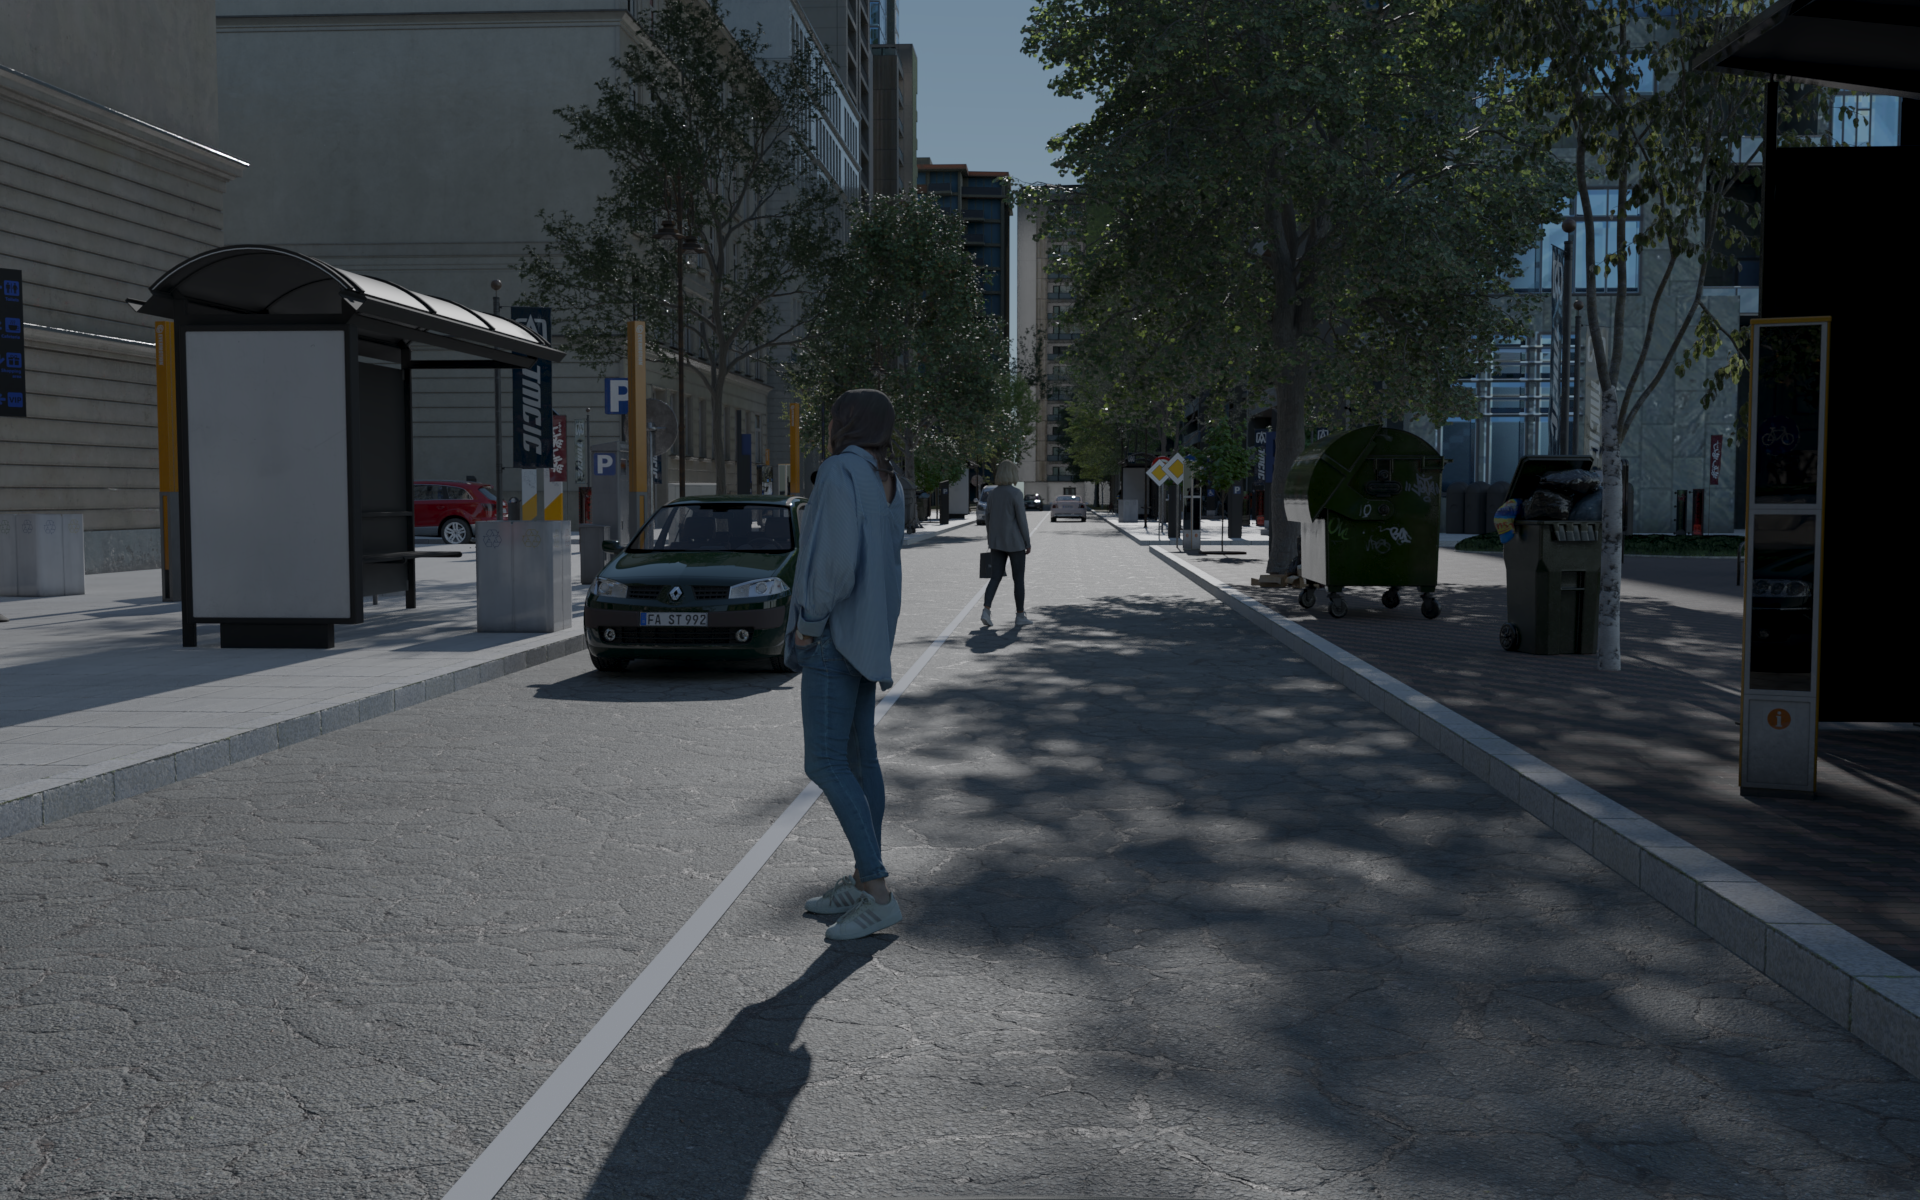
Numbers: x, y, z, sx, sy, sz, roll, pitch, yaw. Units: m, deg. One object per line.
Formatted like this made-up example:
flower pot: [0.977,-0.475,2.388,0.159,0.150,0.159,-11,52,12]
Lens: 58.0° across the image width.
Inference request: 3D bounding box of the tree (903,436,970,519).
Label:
tree: [-1.192,-6.389,88.171,4.285,4.588,4.351,0,3,0]

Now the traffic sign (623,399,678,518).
traffic sign: [-4.143,-1.411,23.174,0.768,2.556,0.104,1,4,11]

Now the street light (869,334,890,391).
street light: [-2.340,-4.735,50.200,0.468,5.910,1.993,0,4,3]

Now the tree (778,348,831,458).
tree: [-5.608,-7.640,75.272,4.360,8.622,3.978,0,3,0]

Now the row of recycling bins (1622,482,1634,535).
row of recycling bins: [18.526,-2.657,50.561,3.534,1.692,1.069,-3,5,-42]

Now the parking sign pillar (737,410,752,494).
parking sign pillar: [-7.035,-4.146,56.266,1.447,3.967,1.447,0,4,-8]

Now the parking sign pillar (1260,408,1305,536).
parking sign pillar: [10.065,-3.991,53.720,1.447,3.967,1.447,-2,4,-35]

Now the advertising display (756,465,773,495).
advertising display: [-4.325,-2.032,38.445,0.123,1.923,0.974,1,4,9]

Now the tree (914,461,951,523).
tree: [-1.444,-4.997,76.306,1.663,3.219,1.824,0,3,0]

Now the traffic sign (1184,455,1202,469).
traffic sign: [7.336,-3.318,54.351,0.768,2.556,0.104,1,4,10]

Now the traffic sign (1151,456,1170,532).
traffic sign: [6.791,-3.547,58.096,0.768,2.556,0.104,0,4,4]

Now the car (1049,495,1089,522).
car: [5.690,-4.784,90.584,2.083,1.381,4.827,0,4,4]

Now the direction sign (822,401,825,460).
direction sign: [-3.371,-3.104,42.744,0.379,3.537,0.876,0,4,-8]

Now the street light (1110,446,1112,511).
street light: [10.736,-9.215,123.452,0.468,5.910,1.993,0,4,3]

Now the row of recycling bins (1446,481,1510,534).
row of recycling bins: [16.850,-2.920,54.855,1.069,1.692,3.534,-2,4,-33]

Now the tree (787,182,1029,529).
tree: [-1.963,-8.994,64.066,9.611,12.733,9.660,0,3,0]

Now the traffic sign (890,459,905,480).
traffic sign: [-1.981,-2.836,50.007,0.795,2.450,0.064,0,4,3]

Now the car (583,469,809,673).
car: [-2.003,-0.331,15.197,2.009,1.686,4.222,0,4,5]

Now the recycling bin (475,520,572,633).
recycling bin: [-4.106,-0.231,16.334,0.722,1.027,0.722,0,4,3]

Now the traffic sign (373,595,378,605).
traffic sign: [-6.771,-1.093,19.993,0.606,2.300,0.079,0,4,5]

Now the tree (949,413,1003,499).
tree: [1.240,-10.443,121.105,4.360,8.622,3.978,0,3,0]

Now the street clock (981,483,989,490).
street clock: [1.588,-6.455,110.103,0.471,2.002,0.358,-2,4,-35]

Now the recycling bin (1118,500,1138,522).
recycling bin: [7.633,-4.041,78.624,0.722,1.027,0.722,-1,4,-14]

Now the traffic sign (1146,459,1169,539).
traffic sign: [5.698,-2.806,49.522,0.795,2.450,0.064,0,4,3]

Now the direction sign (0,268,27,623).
direction sign: [-9.737,-1.544,17.240,0.379,3.537,0.876,3,4,36]

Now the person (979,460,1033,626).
person: [0.444,-0.625,18.894,0.709,1.800,0.728,3,5,42]

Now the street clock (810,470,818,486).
street clock: [-4.336,-2.976,53.224,0.471,2.002,0.358,1,4,14]

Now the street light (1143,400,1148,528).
street light: [7.092,-5.701,65.997,0.468,5.910,1.993,0,4,3]

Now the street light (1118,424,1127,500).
street light: [8.841,-7.447,94.548,0.468,5.910,1.993,0,4,3]

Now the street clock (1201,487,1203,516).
street clock: [14.057,-5.913,101.241,0.358,2.002,0.471,0,4,5]

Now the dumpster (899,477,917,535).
dumpster: [-2.071,-3.046,55.568,1.264,1.857,1.865,0,4,4]

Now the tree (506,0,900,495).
tree: [-4.715,-5.964,31.921,7.601,10.594,8.767,-2,4,-26]

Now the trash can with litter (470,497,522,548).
trash can with litter: [-10.432,-1.816,40.755,1.678,1.210,2.233,-3,4,-37]

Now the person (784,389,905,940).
person: [-0.354,0.179,5.837,0.793,1.790,0.793,-1,4,-17]

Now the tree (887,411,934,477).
tree: [-3.381,-9.475,105.282,4.737,8.622,4.395,0,3,0]

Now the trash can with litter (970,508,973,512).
trash can with litter: [0.342,-6.784,122.313,1.055,1.170,0.624,-1,4,-19]

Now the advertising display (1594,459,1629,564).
advertising display: [12.143,-1.660,32.354,0.123,1.923,0.974,-1,4,-12]

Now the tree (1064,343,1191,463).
tree: [10.594,-11.121,107.583,9.928,11.665,9.643,0,3,0]

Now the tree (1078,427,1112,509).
tree: [12.384,-12.317,151.746,4.360,8.622,3.978,0,3,0]

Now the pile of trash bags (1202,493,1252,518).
pile of trash bags: [14.587,-5.117,93.422,1.912,1.369,3.447,-2,4,-32]

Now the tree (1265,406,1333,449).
tree: [12.394,-4.801,62.212,4.285,4.588,4.351,0,3,0]

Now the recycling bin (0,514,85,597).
recycling bin: [-11.621,-0.572,21.905,0.722,1.027,0.722,1,4,20]

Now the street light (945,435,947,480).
street light: [-0.641,-6.493,78.941,0.468,5.910,1.993,0,4,3]

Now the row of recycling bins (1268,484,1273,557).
row of recycling bins: [6.737,-1.549,32.447,1.069,1.692,3.534,-1,4,-10]

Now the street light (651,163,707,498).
street light: [-3.966,-3.172,24.643,0.468,5.910,1.993,0,4,3]

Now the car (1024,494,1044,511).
car: [6.048,-8.229,144.338,2.009,1.686,4.222,0,4,4]

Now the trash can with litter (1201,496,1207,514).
trash can with litter: [14.641,-5.551,102.146,0.624,1.170,1.055,-1,4,-18]

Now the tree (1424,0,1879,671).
tree: [4.830,-3.780,12.172,4.360,8.622,3.978,0,3,0]

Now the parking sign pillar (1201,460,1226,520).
parking sign pillar: [12.747,-6.057,87.497,1.447,3.967,1.447,1,4,14]

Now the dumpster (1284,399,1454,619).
dumpster: [4.343,-0.980,18.521,1.502,2.255,1.985,0,4,3]

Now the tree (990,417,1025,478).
tree: [4.409,-13.009,163.053,4.737,8.622,4.395,0,3,0]

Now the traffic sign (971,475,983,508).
traffic sign: [1.124,-6.983,114.285,0.768,2.556,0.104,0,4,5]

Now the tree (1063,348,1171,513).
tree: [12.610,-13.398,137.185,7.486,12.596,7.792,0,3,0]

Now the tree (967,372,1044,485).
tree: [2.688,-12.860,136.015,9.928,11.665,9.643,0,3,0]

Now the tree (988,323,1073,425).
tree: [6.688,-20.513,191.270,12.611,20.169,13.585,0,3,0]

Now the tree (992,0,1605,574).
tree: [5.419,-7.402,27.674,9.857,13.997,8.962,0,3,0]

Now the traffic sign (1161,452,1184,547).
traffic sign: [5.215,-2.319,41.552,0.795,2.450,0.064,0,4,3]

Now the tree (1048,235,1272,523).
tree: [9.170,-10.175,76.728,12.009,13.543,11.850,0,3,0]

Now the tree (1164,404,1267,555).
tree: [5.493,-2.594,37.020,1.663,3.219,1.824,0,3,0]

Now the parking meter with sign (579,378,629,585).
parking meter with sign: [-5.109,-1.772,25.228,0.543,3.016,1.738,0,4,4]
